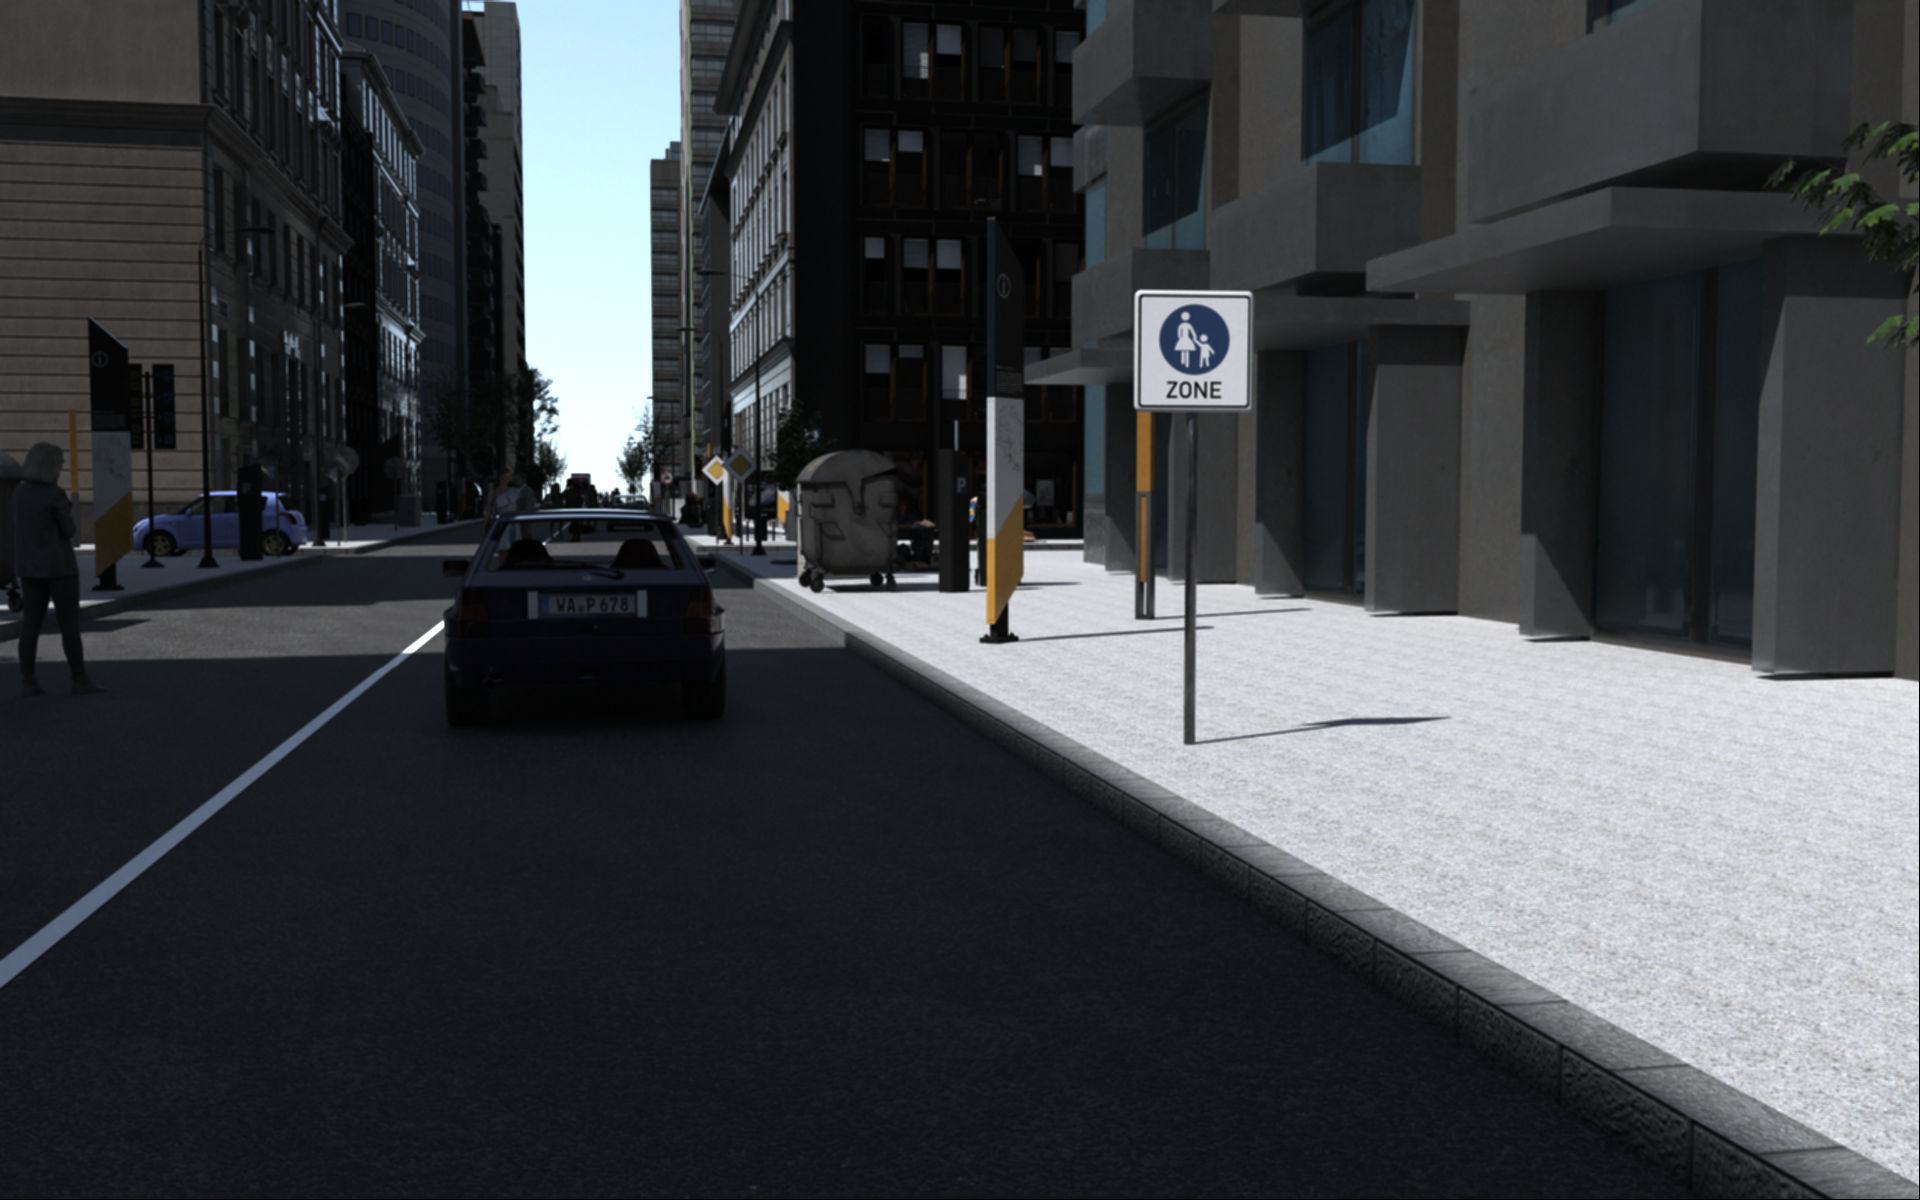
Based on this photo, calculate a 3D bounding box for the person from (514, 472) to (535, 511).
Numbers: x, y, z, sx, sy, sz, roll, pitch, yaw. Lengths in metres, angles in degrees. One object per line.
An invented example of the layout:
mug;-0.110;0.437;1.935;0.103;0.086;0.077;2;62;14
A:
person;-7.551;-1.307;29.984;0.853;1.813;0.709;-3;5;-40

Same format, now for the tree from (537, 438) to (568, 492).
tree;-53.399;-16.904;226.749;4.737;8.622;4.395;0;3;0

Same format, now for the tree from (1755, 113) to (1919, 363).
tree;3.136;-0.585;4.166;1.663;3.219;1.824;0;3;0

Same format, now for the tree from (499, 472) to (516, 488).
tree;-34.513;-8.367;131.409;1.663;3.219;1.824;0;3;0

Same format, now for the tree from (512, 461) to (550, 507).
tree;-43.694;-11.865;177.712;4.285;4.588;4.351;0;3;0

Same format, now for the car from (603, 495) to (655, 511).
car;-12.984;-3.423;67.976;2.014;1.417;4.499;-1;4;-12

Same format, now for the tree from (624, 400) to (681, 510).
tree;-23.776;-11.268;134.600;4.360;8.622;3.978;0;3;0

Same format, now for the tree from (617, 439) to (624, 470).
tree;-40.540;-16.182;214.940;4.360;8.622;3.978;0;3;0

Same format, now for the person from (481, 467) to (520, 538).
person;-6.460;-0.968;24.427;0.616;1.811;0.778;-2;4;-28

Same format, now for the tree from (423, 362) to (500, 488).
tree;-27.709;-8.877;95.507;4.737;8.622;4.395;0;3;0

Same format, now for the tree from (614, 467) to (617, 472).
tree;-48.697;-18.647;255.232;4.737;8.622;4.395;0;3;0

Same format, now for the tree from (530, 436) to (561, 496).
tree;-51.960;-16.312;217.067;4.360;8.622;3.978;0;3;0

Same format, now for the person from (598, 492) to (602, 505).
person;-49.072;-13.847;235.609;1.217;1.736;0.721;3;4;36

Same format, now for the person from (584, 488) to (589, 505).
person;-24.836;-6.556;115.552;0.638;1.841;0.748;2;4;28

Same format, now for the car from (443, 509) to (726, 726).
car;-2.649;0.025;12.173;1.945;1.354;3.894;-1;4;-13

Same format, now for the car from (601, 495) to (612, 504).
car;-49.190;-14.055;242.160;2.083;1.381;4.827;-1;4;-11

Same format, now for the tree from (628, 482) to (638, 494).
tree;-47.097;-15.530;248.523;1.663;3.219;1.824;0;3;0

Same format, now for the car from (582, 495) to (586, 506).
car;-46.000;-11.988;208.362;2.083;1.381;4.827;-1;4;-12

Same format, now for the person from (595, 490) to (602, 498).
person;-36.129;-9.999;171.990;1.348;1.824;0.705;0;4;7

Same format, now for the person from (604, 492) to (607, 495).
person;-54.641;-15.809;266.960;1.348;1.826;0.705;0;4;8

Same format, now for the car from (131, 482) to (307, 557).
car;-16.794;-1.816;39.277;3.694;1.707;1.945;-1;4;-13

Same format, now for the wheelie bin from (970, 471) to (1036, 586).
wheelie bin;0.572;-0.996;24.200;0.980;1.594;0.693;0;4;-3

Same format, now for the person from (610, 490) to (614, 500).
person;-29.109;-8.344;145.639;0.721;1.735;1.217;2;4;23

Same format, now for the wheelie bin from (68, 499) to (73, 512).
wheelie bin;-15.064;-1.268;28.642;0.693;1.594;0.980;-2;4;-30

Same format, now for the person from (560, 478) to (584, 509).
person;-11.566;-2.675;51.593;0.474;1.900;0.648;3;4;38

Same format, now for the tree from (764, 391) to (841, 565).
tree;-3.061;-2.275;31.795;1.663;3.219;1.824;0;3;0

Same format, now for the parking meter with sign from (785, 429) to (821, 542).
parking meter with sign;-4.305;-3.087;46.738;0.543;3.016;1.738;-2;4;-24

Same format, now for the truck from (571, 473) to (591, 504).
truck;-51.867;-15.171;236.963;2.839;4.237;11.283;-1;4;-11

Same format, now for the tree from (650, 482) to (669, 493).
tree;-24.589;-8.944;140.833;1.663;3.219;1.824;0;3;0

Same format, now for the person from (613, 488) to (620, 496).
person;-21.348;-6.069;107.699;0.573;1.828;0.580;-3;5;-44

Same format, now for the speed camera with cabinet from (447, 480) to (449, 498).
speed camera with cabinet;-31.846;-7.096;110.352;2.038;3.252;0.660;-3;5;-44

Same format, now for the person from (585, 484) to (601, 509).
person;-13.742;-3.427;64.773;0.529;1.795;0.600;3;5;40

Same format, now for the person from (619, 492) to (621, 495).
person;-44.245;-13.178;224.756;0.445;1.727;0.742;-2;4;-30

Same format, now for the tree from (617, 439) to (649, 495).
tree;-43.516;-17.334;233.778;4.737;8.622;4.395;0;3;0

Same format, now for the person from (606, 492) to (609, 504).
person;-43.961;-12.622;215.580;0.721;1.736;1.217;0;4;-2

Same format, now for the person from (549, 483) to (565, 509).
person;-12.964;-2.869;55.663;0.529;1.795;0.600;2;4;34

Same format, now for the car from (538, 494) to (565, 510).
car;-26.033;-6.276;111.648;2.155;1.783;4.494;-1;4;-10

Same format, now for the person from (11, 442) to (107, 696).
person;-6.530;-0.230;12.446;0.537;1.800;0.526;2;4;28

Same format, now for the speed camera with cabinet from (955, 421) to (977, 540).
speed camera with cabinet;0.495;-3.226;47.087;2.038;3.252;0.660;-1;4;-20

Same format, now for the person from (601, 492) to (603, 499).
person;-53.883;-15.345;259.925;0.750;1.759;0.617;2;4;28

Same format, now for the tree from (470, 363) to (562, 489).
tree;-35.104;-12.916;136.935;9.928;11.665;9.643;0;3;0

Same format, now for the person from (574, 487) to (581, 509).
person;-22.304;-5.631;100.549;0.794;1.824;0.713;-2;4;-23
